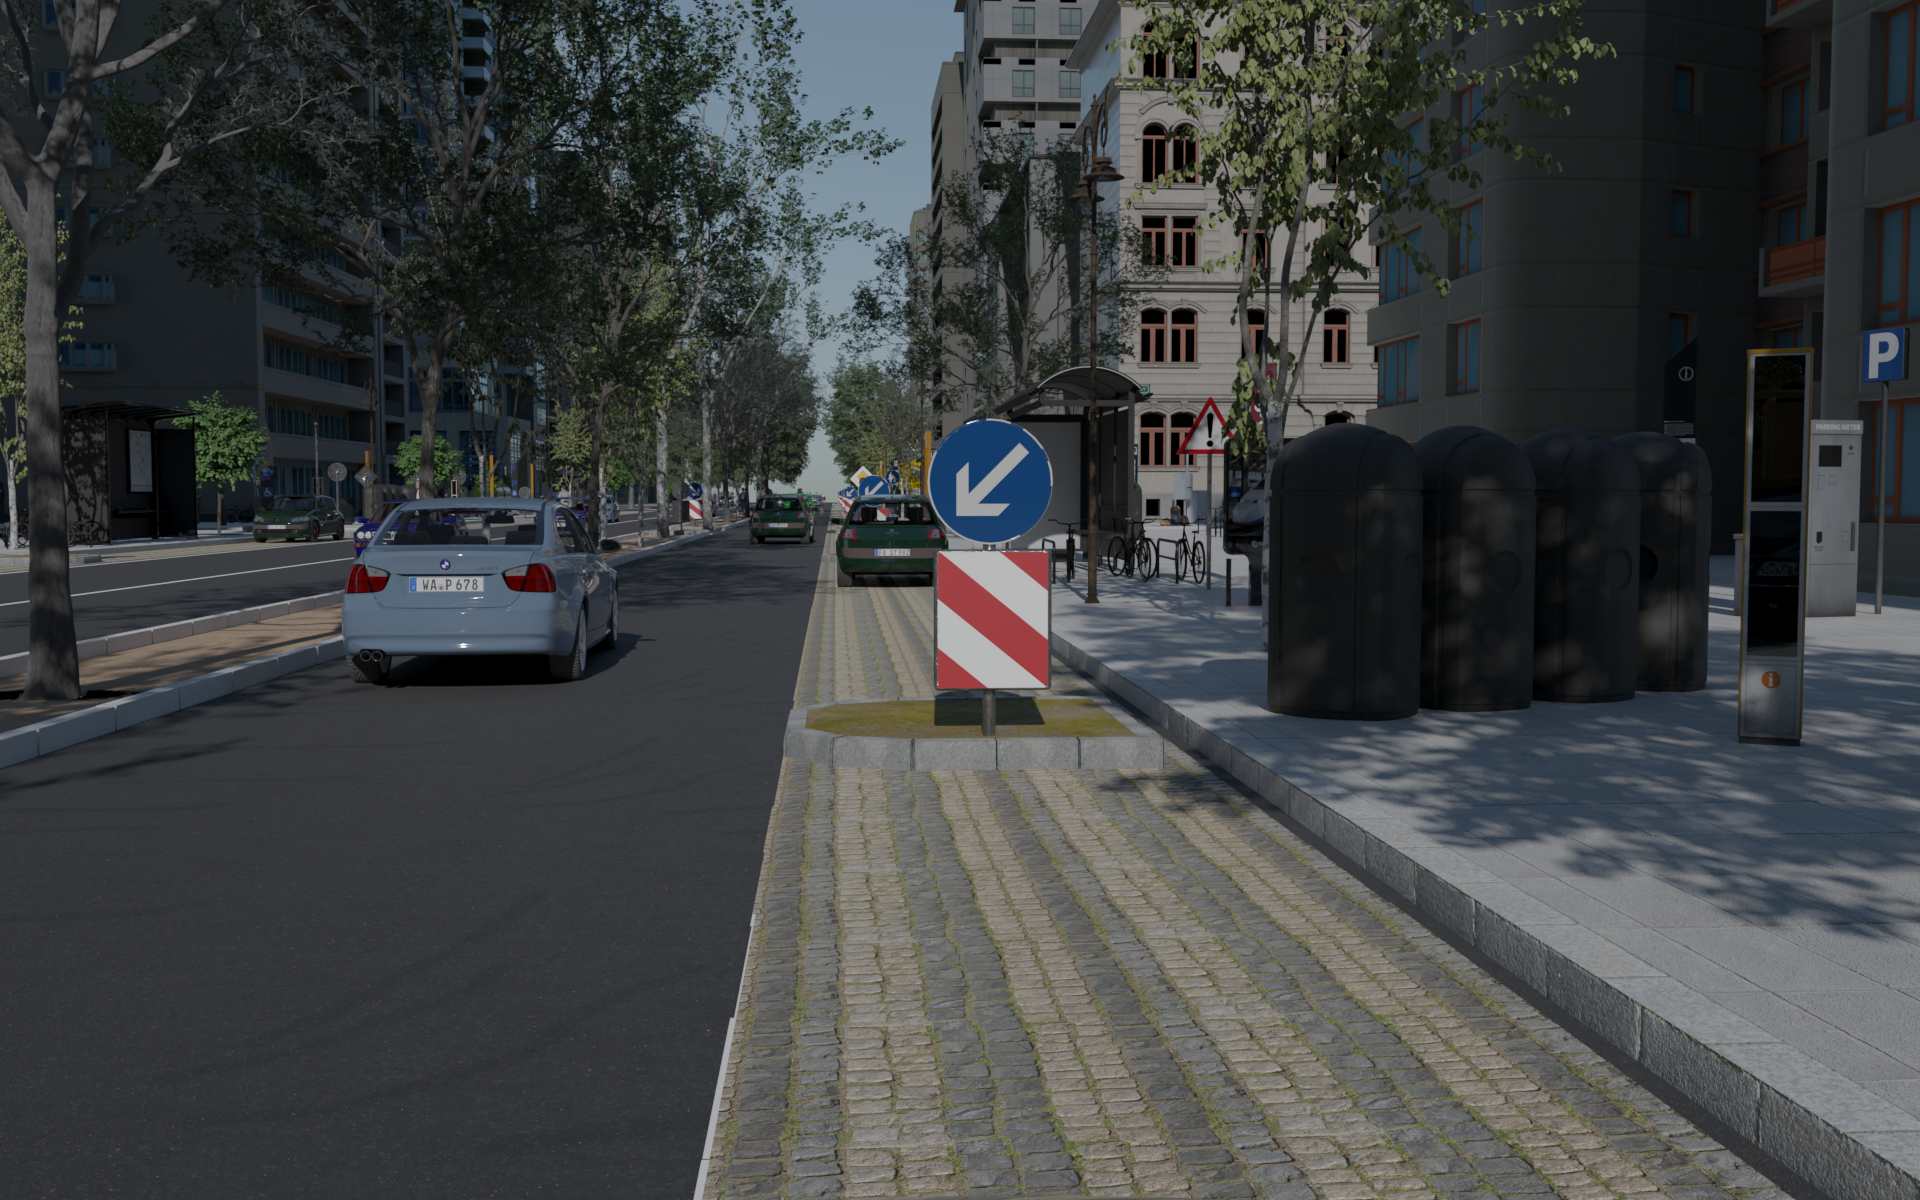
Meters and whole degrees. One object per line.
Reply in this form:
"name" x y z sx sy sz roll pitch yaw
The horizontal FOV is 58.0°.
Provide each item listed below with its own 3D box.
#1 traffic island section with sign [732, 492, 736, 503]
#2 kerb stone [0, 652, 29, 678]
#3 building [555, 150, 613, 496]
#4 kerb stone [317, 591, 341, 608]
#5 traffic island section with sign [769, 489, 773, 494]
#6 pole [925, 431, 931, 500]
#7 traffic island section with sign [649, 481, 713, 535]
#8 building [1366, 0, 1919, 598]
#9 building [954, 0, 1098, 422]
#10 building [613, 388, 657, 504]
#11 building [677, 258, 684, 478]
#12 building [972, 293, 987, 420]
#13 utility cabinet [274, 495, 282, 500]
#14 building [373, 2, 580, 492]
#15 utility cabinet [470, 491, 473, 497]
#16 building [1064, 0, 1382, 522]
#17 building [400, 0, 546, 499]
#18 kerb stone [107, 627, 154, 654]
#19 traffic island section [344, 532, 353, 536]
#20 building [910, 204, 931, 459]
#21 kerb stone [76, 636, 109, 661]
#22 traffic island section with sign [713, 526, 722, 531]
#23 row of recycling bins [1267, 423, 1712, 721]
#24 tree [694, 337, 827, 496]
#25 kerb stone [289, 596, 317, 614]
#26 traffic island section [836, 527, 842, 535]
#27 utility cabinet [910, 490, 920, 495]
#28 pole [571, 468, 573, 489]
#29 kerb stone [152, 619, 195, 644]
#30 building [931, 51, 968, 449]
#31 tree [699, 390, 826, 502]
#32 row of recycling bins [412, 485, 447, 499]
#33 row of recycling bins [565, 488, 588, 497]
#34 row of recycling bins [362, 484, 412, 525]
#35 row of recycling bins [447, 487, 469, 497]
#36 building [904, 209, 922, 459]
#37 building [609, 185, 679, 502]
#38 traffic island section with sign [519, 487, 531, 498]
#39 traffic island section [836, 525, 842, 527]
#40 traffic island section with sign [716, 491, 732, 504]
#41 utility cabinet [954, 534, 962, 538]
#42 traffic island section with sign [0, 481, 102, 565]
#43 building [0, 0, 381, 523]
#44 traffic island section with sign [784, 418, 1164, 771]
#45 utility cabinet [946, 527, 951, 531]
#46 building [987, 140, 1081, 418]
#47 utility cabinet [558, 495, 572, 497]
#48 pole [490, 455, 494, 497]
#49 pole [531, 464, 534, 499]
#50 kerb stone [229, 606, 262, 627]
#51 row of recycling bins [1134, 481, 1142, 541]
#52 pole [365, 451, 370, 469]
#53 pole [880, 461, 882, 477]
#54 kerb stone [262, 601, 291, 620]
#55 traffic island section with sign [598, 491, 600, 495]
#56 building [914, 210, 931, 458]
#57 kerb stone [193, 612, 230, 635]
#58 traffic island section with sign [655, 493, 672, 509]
"traffic island section with sign" -36.386 -16.427 277.208 1.989 1.847 2.006 0 4 -4
"kerb stone" -7.519 0.514 13.832 0.120 0.150 1.000 0 4 -4
"building" -48.292 -31.594 200.150 14.154 41.232 14.086 0 4 -4
"kerb stone" -8.105 0.016 22.020 0.120 0.150 1.000 0 4 -4
"traffic island section with sign" -15.884 -8.283 143.568 2.006 1.907 1.989 0 4 -4
"pole" -1.037 -3.810 56.135 0.158 3.312 0.155 0 3 0
"traffic island section with sign" -9.920 -3.248 61.238 2.006 1.907 1.989 0 4 -4
"building" 25.074 -11.304 29.863 27.650 21.520 28.899 0 4 -4
"building" 14.662 -35.090 162.965 28.713 52.752 27.495 0 4 -4
"building" -58.037 -24.624 247.640 27.650 21.520 28.899 0 4 -4
"building" -54.174 -37.171 291.346 14.154 41.232 14.086 0 4 -4
"building" 6.643 -16.599 136.021 10.561 19.102 19.286 0 4 -4
"utility cabinet" -31.145 -4.159 79.163 1.020 1.237 0.306 -2 4 -29
"building" -51.252 -45.447 181.305 20.563 71.187 20.611 0 4 -4
"utility cabinet" -30.723 -6.238 110.670 1.173 1.500 0.318 1 4 11
"building" 17.691 -18.159 84.286 23.554 28.519 14.401 0 4 -4
"building" -49.462 -51.527 155.142 22.319 86.520 31.000 0 4 -4
"kerb stone" -7.672 0.387 15.882 0.120 0.150 1.000 0 4 -4
"traffic island section" -20.654 -2.321 60.228 2.009 0.180 2.903 0 4 -4
"building" -0.495 -37.684 266.238 14.600 45.320 14.200 0 4 -4
"kerb stone" -7.597 0.449 14.856 0.120 0.150 1.000 0 4 -4
"traffic island section with sign" -10.445 -3.700 68.626 2.006 1.907 1.989 0 4 -4
"row of recycling bins" 3.437 -0.227 10.822 3.534 1.692 1.069 -2 4 -32
"tree" -14.598 -13.415 128.447 9.857 13.997 8.962 0 3 0
"kerb stone" -8.034 0.073 20.995 0.120 0.150 1.000 0 4 -4
"traffic island section" -3.407 -2.397 61.468 2.009 0.180 2.903 0 4 -4
"utility cabinet" -2.359 -5.005 90.512 0.318 1.500 1.173 -1 4 -16
"pole" -30.775 -8.784 137.469 0.158 3.312 0.155 0 3 0
"kerb stone" -7.742 0.325 16.902 0.120 0.150 1.000 0 4 -4
"building" 8.100 -34.502 187.810 21.300 48.544 21.600 0 4 -4
"tree" -15.556 -13.428 139.014 9.611 12.733 9.660 0 3 0
"row of recycling bins" -24.159 -4.295 77.334 1.069 1.692 3.534 0 4 2
"row of recycling bins" -28.712 -7.457 129.039 1.069 1.692 3.534 -2 4 -32
"row of recycling bins" -24.409 -4.056 73.427 1.069 1.692 3.534 0 4 -2
"row of recycling bins" -28.995 -5.438 96.019 3.534 1.692 1.069 0 4 -5
"building" 2.074 -40.954 289.200 23.786 49.044 30.456 0 4 -4
"building" -56.155 -39.704 272.864 21.300 48.544 21.600 0 4 -4
"traffic island section with sign" -22.894 -5.040 91.038 1.989 1.847 2.006 0 4 -4
"traffic island section" -3.984 -2.884 69.432 2.009 0.180 2.903 0 4 -4
"traffic island section with sign" -34.425 -14.783 250.324 1.989 1.847 2.006 0 4 -4
"utility cabinet" 0.169 -2.423 50.778 0.306 1.237 1.020 -2 4 -29
"traffic island section with sign" -18.877 -1.649 35.592 1.989 1.847 2.006 0 4 -4
"building" -43.189 -28.341 87.084 21.300 48.544 21.600 0 4 -4
"traffic island section with sign" 0.002 -0.076 9.870 1.989 1.847 2.006 0 4 -4
"utility cabinet" -0.128 -3.098 59.336 1.173 1.500 0.318 -2 4 -30
"building" 9.896 -17.879 111.396 14.314 24.678 30.058 0 4 -4
"utility cabinet" -26.615 -6.451 116.634 1.020 1.237 0.306 2 4 32
"pole" -24.652 -5.955 91.211 0.158 3.312 0.155 0 3 0
"pole" -28.864 -7.525 116.878 0.158 3.312 0.155 0 3 0
"kerb stone" -7.891 0.199 18.948 0.120 0.150 1.000 0 4 -4
"row of recycling bins" 3.258 -2.495 47.898 3.534 1.692 1.069 0 4 -3
"pole" -27.967 -5.381 81.825 0.158 3.312 0.155 0 3 0
"pole" -4.847 -6.881 106.345 0.158 3.312 0.155 0 3 0
"kerb stone" -7.964 0.138 19.968 0.120 0.150 1.000 0 4 -4
"traffic island section with sign" -24.844 -6.685 117.922 1.989 1.847 2.006 0 4 -4
"building" 0.343 -34.731 251.444 14.154 41.232 14.086 0 4 -4
"kerb stone" -7.814 0.261 17.926 0.120 0.150 1.000 0 4 -4
"traffic island section with sign" -28.463 -9.744 167.936 1.989 1.847 2.006 0 4 -4
